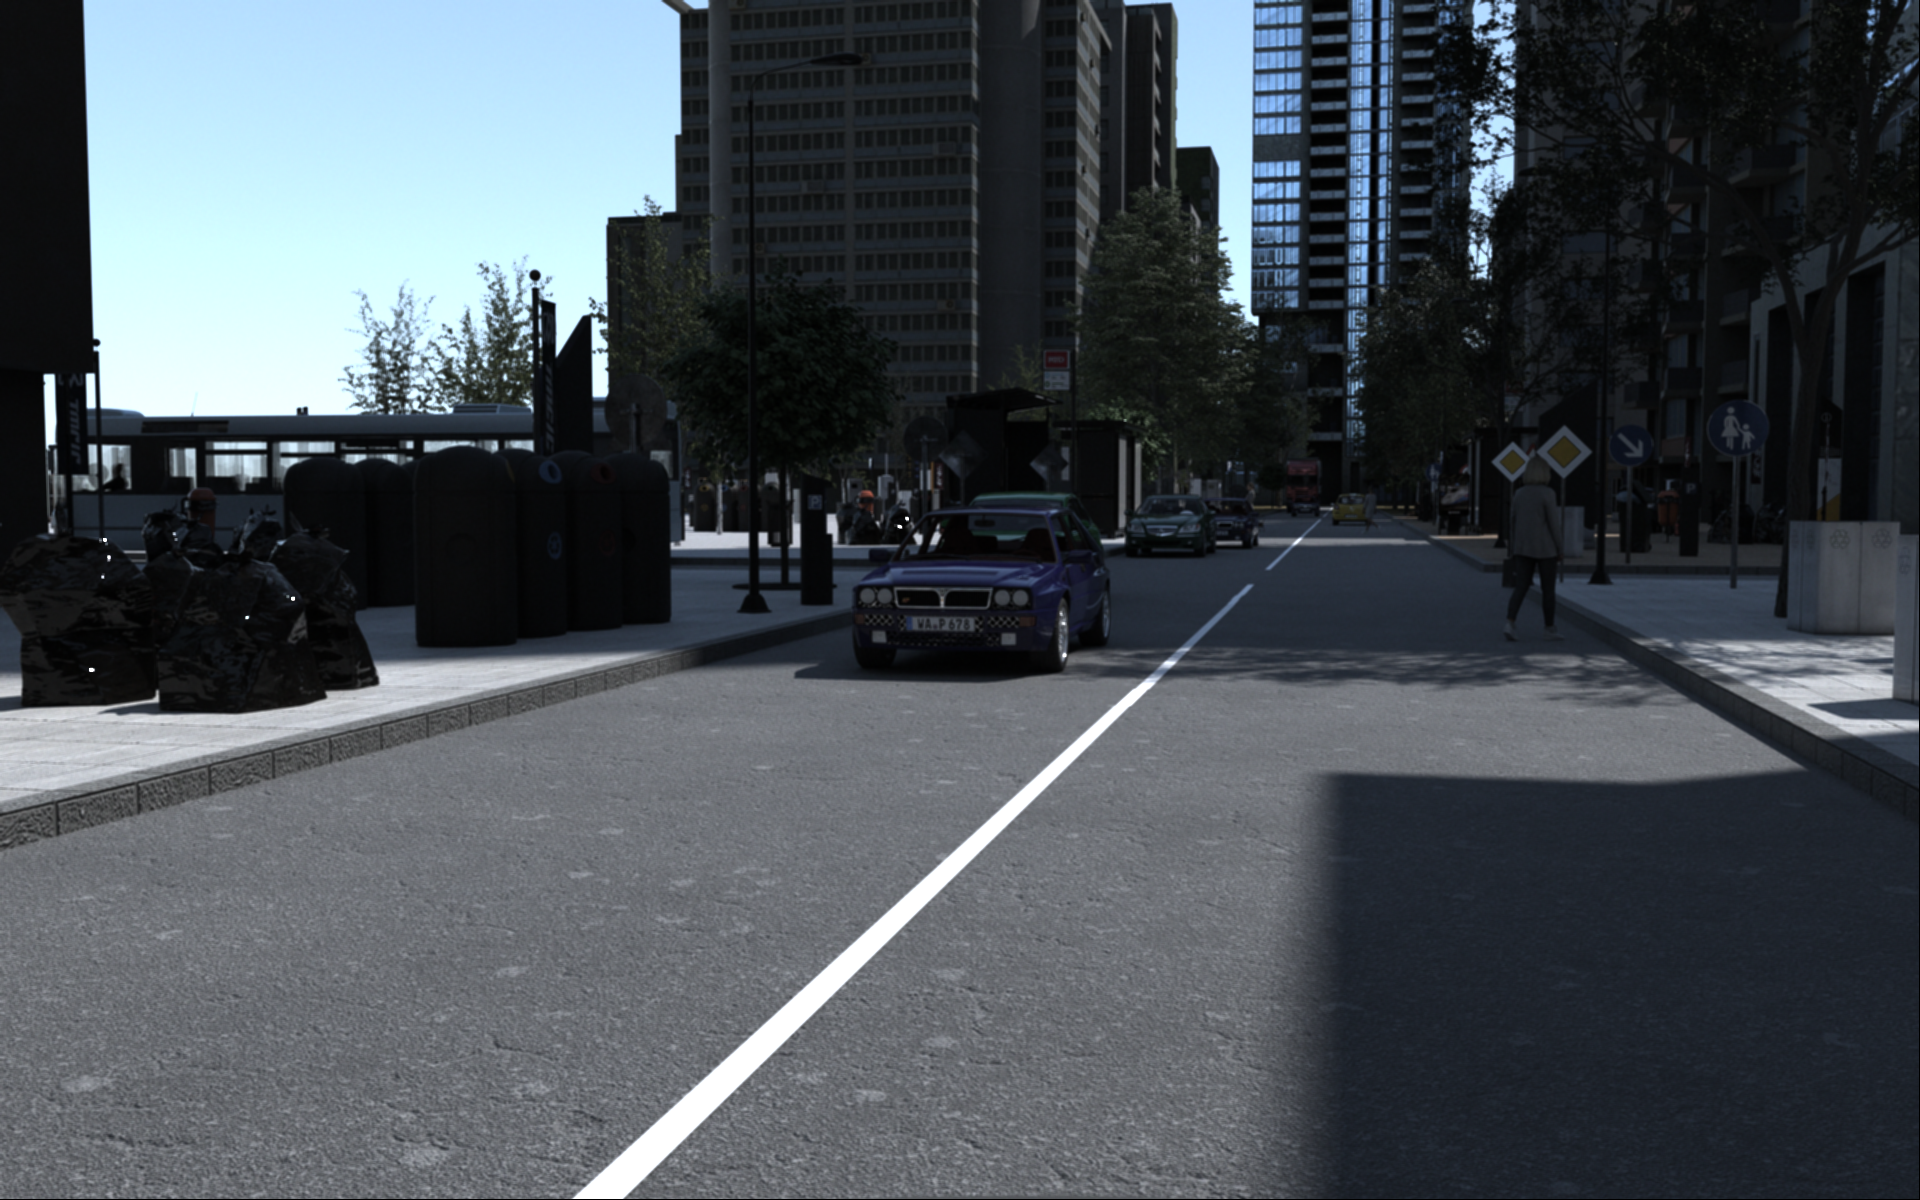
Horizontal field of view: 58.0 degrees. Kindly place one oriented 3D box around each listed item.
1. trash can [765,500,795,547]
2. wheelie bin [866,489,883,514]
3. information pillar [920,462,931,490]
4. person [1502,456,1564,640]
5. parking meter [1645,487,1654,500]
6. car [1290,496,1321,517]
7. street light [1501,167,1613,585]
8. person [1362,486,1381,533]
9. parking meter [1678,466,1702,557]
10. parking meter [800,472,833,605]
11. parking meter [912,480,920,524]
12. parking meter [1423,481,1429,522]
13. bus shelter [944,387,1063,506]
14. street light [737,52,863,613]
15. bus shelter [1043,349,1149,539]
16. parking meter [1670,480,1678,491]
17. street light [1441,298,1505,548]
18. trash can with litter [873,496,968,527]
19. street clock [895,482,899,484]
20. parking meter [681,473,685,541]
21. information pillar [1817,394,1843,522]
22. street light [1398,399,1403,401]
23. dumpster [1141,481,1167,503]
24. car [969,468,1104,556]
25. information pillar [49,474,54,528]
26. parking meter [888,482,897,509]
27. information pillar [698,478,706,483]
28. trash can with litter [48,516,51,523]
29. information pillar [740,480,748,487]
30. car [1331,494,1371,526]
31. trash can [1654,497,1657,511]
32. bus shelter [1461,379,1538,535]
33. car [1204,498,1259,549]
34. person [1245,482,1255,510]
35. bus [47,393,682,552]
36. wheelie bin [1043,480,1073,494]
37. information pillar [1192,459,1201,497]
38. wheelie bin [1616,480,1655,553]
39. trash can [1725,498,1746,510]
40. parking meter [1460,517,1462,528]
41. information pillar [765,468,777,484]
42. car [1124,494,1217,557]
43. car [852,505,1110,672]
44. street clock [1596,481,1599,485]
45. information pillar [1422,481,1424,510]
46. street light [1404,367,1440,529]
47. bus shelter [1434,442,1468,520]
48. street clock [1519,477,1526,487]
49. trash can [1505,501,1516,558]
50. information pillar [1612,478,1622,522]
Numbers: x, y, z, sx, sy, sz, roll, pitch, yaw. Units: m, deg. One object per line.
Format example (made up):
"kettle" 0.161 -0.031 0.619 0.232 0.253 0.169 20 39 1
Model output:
"trash can" -4.368 -1.859 42.044 0.748 1.137 0.748 0 3 0
"wheelie bin" -5.158 -6.181 108.966 0.980 1.594 0.693 -2 4 -24
"information pillar" -1.175 -4.175 59.624 0.183 3.616 0.504 -3 5 -40
"person" 5.577 -0.509 17.007 0.728 1.800 0.709 -2 4 -32
"parking meter" 26.321 -3.534 66.186 0.372 1.533 0.369 0 3 0
"car" 22.109 -6.005 110.760 1.945 1.354 3.894 1 4 12
"street light" 8.607 -3.187 24.652 1.470 5.913 1.316 1 4 13
"person" 14.977 -3.289 63.033 0.760 1.731 0.466 2 4 34
"parking meter" 15.036 -1.830 35.629 0.399 1.863 0.255 1 4 22
"parking meter" -1.663 -0.714 20.080 0.372 1.533 0.369 0 3 0
"parking meter" -1.776 -4.049 71.905 0.399 1.863 0.255 2 4 25
"parking meter" 21.412 -4.517 79.570 0.255 1.863 0.399 1 4 19
"bus shelter" 1.118 -3.060 41.313 1.731 3.624 6.357 1 4 13
"street light" -1.705 -2.810 18.482 1.470 5.913 1.316 1 4 13
"bus shelter" 3.946 -4.459 50.535 2.179 5.291 8.768 1 4 13
"parking meter" 28.692 -3.902 69.512 0.399 1.863 0.255 -2 4 -30
"street light" 12.316 -4.194 41.116 1.470 5.913 1.316 1 4 13
"trash can with litter" -0.490 -1.532 36.106 2.233 1.210 1.678 -1 4 -15
"street clock" -3.866 -6.238 106.563 0.358 2.002 0.471 0 4 -2
"parking meter" -7.729 -2.573 47.776 0.255 1.863 0.399 -1 4 -10
"information pillar" 20.178 -2.989 40.220 0.504 3.616 0.183 2 4 28
"street light" 21.927 -6.844 84.442 1.470 5.913 1.316 1 4 13
"dumpster" 7.986 -4.109 72.945 1.264 1.857 1.865 1 4 13
"car" 0.836 -0.873 23.068 1.959 1.807 4.718 1 4 12
"information pillar" -33.821 -3.687 64.778 0.304 2.012 0.304 3 4 37
"parking meter" -3.258 -4.756 83.471 0.399 1.863 0.255 -2 4 -27
"information pillar" -11.805 -4.589 79.523 0.304 2.012 0.304 1 4 14
"trash can with litter" -40.349 -4.028 77.237 0.624 1.170 1.055 2 4 32
"information pillar" -11.262 -5.250 90.328 0.304 2.012 0.304 1 4 20
"car" 18.181 -4.284 80.267 2.015 1.641 3.980 1 4 14
"trash can" 30.591 -3.933 75.962 0.748 1.137 0.748 0 3 0
"bus shelter" 18.061 -4.926 58.168 2.179 5.291 8.768 1 4 13
"car" 7.103 -2.086 46.687 1.945 1.354 3.894 1 4 13
"person" 8.886 -2.753 53.779 0.573 1.790 0.520 -1 4 -9
"bus" -12.308 -2.434 34.657 13.247 3.499 2.948 1 4 11
"wheelie bin" 2.176 -1.918 39.271 0.980 1.594 0.693 0 4 -7
"information pillar" 12.842 -6.270 93.863 0.504 3.616 0.183 0 4 -3
"wheelie bin" 14.797 -1.841 38.002 0.693 1.594 0.980 2 4 35
"trash can" 26.954 -2.970 60.215 0.748 1.137 0.748 0 3 0
"parking meter" 18.562 -3.607 64.680 0.399 1.863 0.255 2 4 32
"information pillar" -7.322 -4.644 67.285 0.504 3.616 0.183 0 4 7
"car" 5.013 -1.777 40.859 2.131 1.459 4.920 1 4 13
"car" 0.275 -0.166 15.287 1.945 1.354 3.894 1 4 13
"street clock" 34.294 -5.454 93.749 0.471 2.002 0.358 3 4 36
"information pillar" 26.208 -5.714 97.920 0.304 2.012 0.304 0 4 5
"street light" 17.090 -5.543 63.170 1.470 5.913 1.316 1 4 13
"bus shelter" 23.320 -5.527 81.643 1.731 3.624 6.357 1 4 13
"street clock" 23.568 -4.140 72.262 0.358 2.002 0.471 -3 4 -38
"trash can" 10.904 -1.334 33.457 0.748 1.137 0.748 0 3 0
"information pillar" 29.698 -4.513 78.272 0.304 2.012 0.304 0 4 -8
